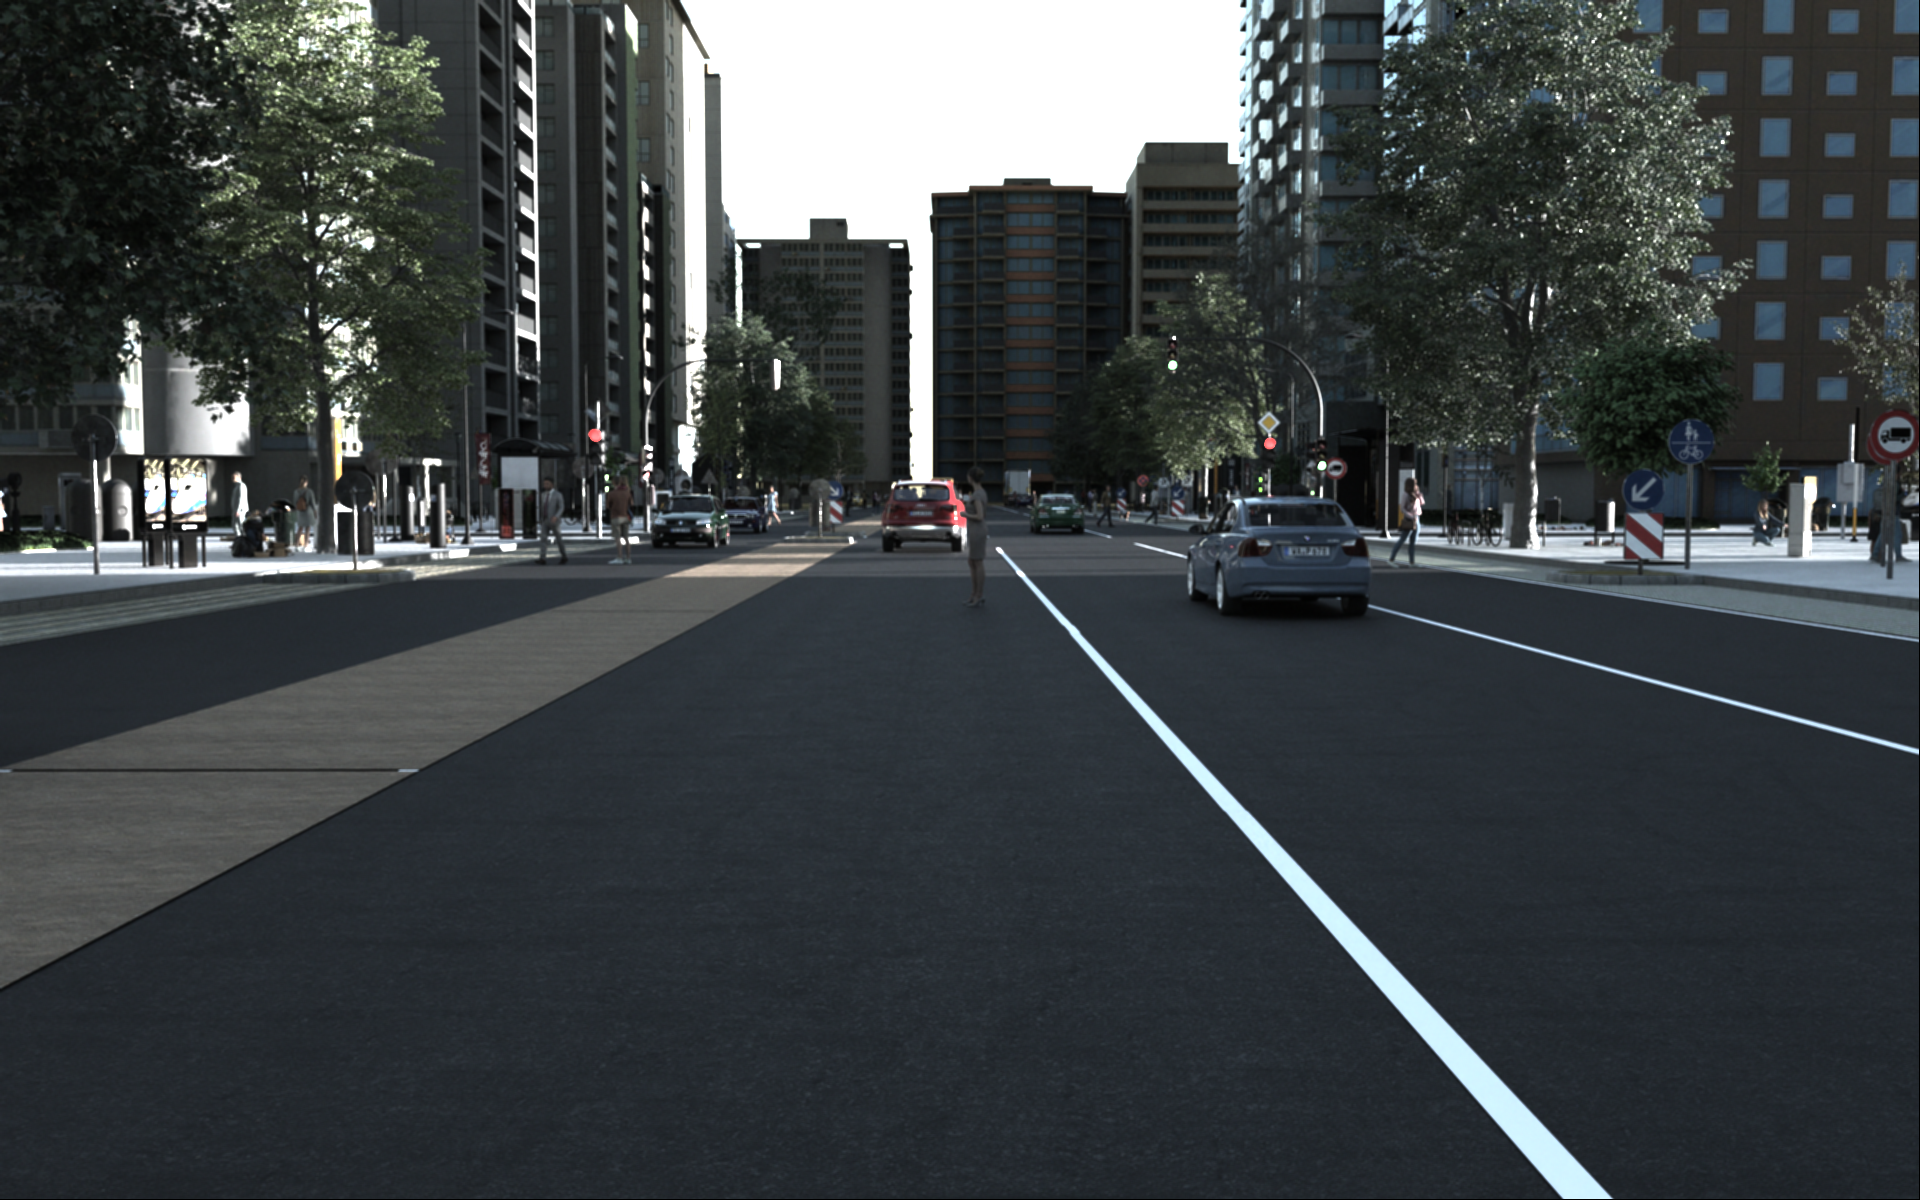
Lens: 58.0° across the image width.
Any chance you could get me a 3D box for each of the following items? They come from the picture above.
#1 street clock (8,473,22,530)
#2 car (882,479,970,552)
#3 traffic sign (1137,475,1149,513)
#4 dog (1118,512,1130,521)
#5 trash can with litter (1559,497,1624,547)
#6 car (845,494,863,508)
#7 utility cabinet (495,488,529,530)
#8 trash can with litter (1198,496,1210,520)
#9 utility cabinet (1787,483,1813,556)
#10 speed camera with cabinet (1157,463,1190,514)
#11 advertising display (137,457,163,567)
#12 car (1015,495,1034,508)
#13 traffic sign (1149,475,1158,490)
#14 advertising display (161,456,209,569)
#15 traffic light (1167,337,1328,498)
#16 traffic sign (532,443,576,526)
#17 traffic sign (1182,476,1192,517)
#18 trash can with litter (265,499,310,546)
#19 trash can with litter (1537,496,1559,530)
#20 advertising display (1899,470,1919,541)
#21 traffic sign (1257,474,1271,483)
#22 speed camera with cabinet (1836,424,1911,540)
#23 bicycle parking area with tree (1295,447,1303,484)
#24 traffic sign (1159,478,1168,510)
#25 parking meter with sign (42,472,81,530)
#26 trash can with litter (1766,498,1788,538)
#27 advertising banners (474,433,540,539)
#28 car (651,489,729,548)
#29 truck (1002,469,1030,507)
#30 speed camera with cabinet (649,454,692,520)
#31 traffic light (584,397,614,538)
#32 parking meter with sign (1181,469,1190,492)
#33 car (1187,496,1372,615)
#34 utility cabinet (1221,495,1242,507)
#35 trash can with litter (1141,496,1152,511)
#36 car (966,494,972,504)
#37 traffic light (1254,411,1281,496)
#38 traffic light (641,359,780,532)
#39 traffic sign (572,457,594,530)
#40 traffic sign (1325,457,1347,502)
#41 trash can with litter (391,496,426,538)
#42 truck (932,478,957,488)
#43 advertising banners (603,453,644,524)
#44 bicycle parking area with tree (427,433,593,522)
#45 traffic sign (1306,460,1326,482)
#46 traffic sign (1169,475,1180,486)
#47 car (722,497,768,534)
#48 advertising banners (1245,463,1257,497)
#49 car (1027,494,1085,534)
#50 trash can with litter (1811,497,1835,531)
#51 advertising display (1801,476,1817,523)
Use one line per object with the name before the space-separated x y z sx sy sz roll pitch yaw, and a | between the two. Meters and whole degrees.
street clock | -32.090 -3.319 58.833 0.358 2.002 0.471 0 4 1
car | -0.883 -2.200 44.640 2.281 1.827 5.304 0 4 1
traffic sign | 12.247 -7.080 115.863 0.768 2.556 0.104 0 4 6
dog | 8.683 -4.429 91.706 0.406 0.507 0.540 3 5 39
trash can with litter | 16.438 -1.957 43.062 2.233 1.210 1.678 -1 4 -14
car | -11.297 -10.642 184.217 2.015 1.641 3.980 0 4 1
utility cabinet | -15.965 -3.244 61.724 1.173 1.500 0.318 0 4 8
trash can with litter | 12.380 -4.664 87.650 0.624 1.170 1.055 0 4 3
utility cabinet | 17.256 -1.643 35.547 0.318 1.500 1.173 2 4 32
speed camera with cabinet | 13.645 -7.126 110.842 2.038 3.252 0.660 -1 4 -8
advertising display | -14.332 -1.567 30.827 0.123 1.923 0.974 0 4 1
car | 6.594 -10.009 176.231 1.945 1.354 3.894 0 4 0
traffic sign | 13.129 -7.168 117.305 0.768 2.556 0.104 0 4 2
advertising display | -13.422 -1.520 30.066 0.123 1.923 0.974 1 4 14
traffic light | 8.354 -4.632 50.400 4.771 5.953 1.251 0 4 0
traffic sign | -16.468 -4.608 69.212 2.265 3.308 0.079 0 4 4
traffic sign | 12.620 -5.760 96.309 0.606 2.300 0.079 0 4 8
trash can with litter | -16.487 -1.905 42.539 0.624 1.170 1.055 1 4 13
trash can with litter | 21.472 -3.098 61.712 2.233 1.210 1.678 2 4 34
advertising display | 26.173 -2.571 47.254 0.974 1.923 0.123 1 4 20
traffic sign | 16.720 -5.818 95.230 0.768 2.556 0.104 0 4 1
speed camera with cabinet | 25.959 -3.344 49.006 2.038 3.252 0.660 2 4 27
bicycle parking area with tree | 21.277 -7.404 108.060 9.016 4.147 8.231 2 4 26
traffic sign | 12.826 -6.545 109.135 0.606 2.300 0.079 0 4 0
parking meter with sign | -31.548 -3.981 61.352 1.738 3.016 0.543 -3 4 -37
trash can with litter | 24.191 -2.430 51.116 1.055 1.170 0.624 -2 4 -29
advertising banners | -12.907 -3.251 49.339 2.074 3.025 0.090 1 4 17
car | -7.385 -2.312 47.593 2.009 1.686 4.222 0 4 -1
truck | 6.472 -12.924 200.227 2.839 4.237 11.283 0 4 -2
speed camera with cabinet | -14.156 -5.533 84.802 2.038 3.252 0.660 -2 4 -34
traffic light | -10.515 -3.760 50.403 0.839 4.253 0.868 0 4 0
parking meter with sign | 15.281 -7.400 117.243 0.543 3.016 1.738 -1 4 -21
car | 3.945 -0.598 21.776 2.014 1.417 4.499 0 4 0
utility cabinet | 13.711 -4.676 87.609 1.020 1.237 0.306 0 4 -5
trash can with litter | 14.695 -7.427 132.486 1.678 1.210 2.233 0 4 -1
car | 1.505 -10.970 188.157 1.959 1.807 4.718 0 4 0
traffic light | 10.393 -4.258 58.540 0.839 4.253 0.868 0 4 0
traffic light | -8.476 -5.123 58.437 4.771 5.953 1.251 0 4 0
traffic sign | -12.883 -3.615 59.214 0.768 2.556 0.104 0 4 2
traffic sign | 12.956 -3.655 59.865 0.768 2.556 0.104 0 4 2
trash can with litter | -15.849 -2.403 50.353 1.678 1.210 2.233 0 4 -7
truck | -2.176 -12.757 204.494 3.469 3.379 9.791 0 4 1
advertising banners | -14.314 -4.789 74.494 2.074 3.025 0.090 0 4 1
bicycle parking area with tree | -20.973 -5.803 81.883 8.231 4.147 9.016 0 4 5
traffic sign | 13.101 -3.894 63.773 0.768 2.556 0.104 0 4 6
traffic sign | 13.525 -6.694 109.552 0.768 2.556 0.104 0 4 6
car | -8.110 -3.152 64.114 1.945 1.354 3.894 0 4 -1
advertising banners | 16.522 -6.201 97.576 0.090 3.025 2.074 -1 4 -16
car | 3.567 -3.185 63.878 2.131 1.459 4.920 0 4 0
trash can with litter | 29.584 -2.951 59.638 1.055 1.170 0.624 -2 4 -35
advertising display | 30.896 -3.538 63.056 0.974 1.923 0.123 -3 4 -38
